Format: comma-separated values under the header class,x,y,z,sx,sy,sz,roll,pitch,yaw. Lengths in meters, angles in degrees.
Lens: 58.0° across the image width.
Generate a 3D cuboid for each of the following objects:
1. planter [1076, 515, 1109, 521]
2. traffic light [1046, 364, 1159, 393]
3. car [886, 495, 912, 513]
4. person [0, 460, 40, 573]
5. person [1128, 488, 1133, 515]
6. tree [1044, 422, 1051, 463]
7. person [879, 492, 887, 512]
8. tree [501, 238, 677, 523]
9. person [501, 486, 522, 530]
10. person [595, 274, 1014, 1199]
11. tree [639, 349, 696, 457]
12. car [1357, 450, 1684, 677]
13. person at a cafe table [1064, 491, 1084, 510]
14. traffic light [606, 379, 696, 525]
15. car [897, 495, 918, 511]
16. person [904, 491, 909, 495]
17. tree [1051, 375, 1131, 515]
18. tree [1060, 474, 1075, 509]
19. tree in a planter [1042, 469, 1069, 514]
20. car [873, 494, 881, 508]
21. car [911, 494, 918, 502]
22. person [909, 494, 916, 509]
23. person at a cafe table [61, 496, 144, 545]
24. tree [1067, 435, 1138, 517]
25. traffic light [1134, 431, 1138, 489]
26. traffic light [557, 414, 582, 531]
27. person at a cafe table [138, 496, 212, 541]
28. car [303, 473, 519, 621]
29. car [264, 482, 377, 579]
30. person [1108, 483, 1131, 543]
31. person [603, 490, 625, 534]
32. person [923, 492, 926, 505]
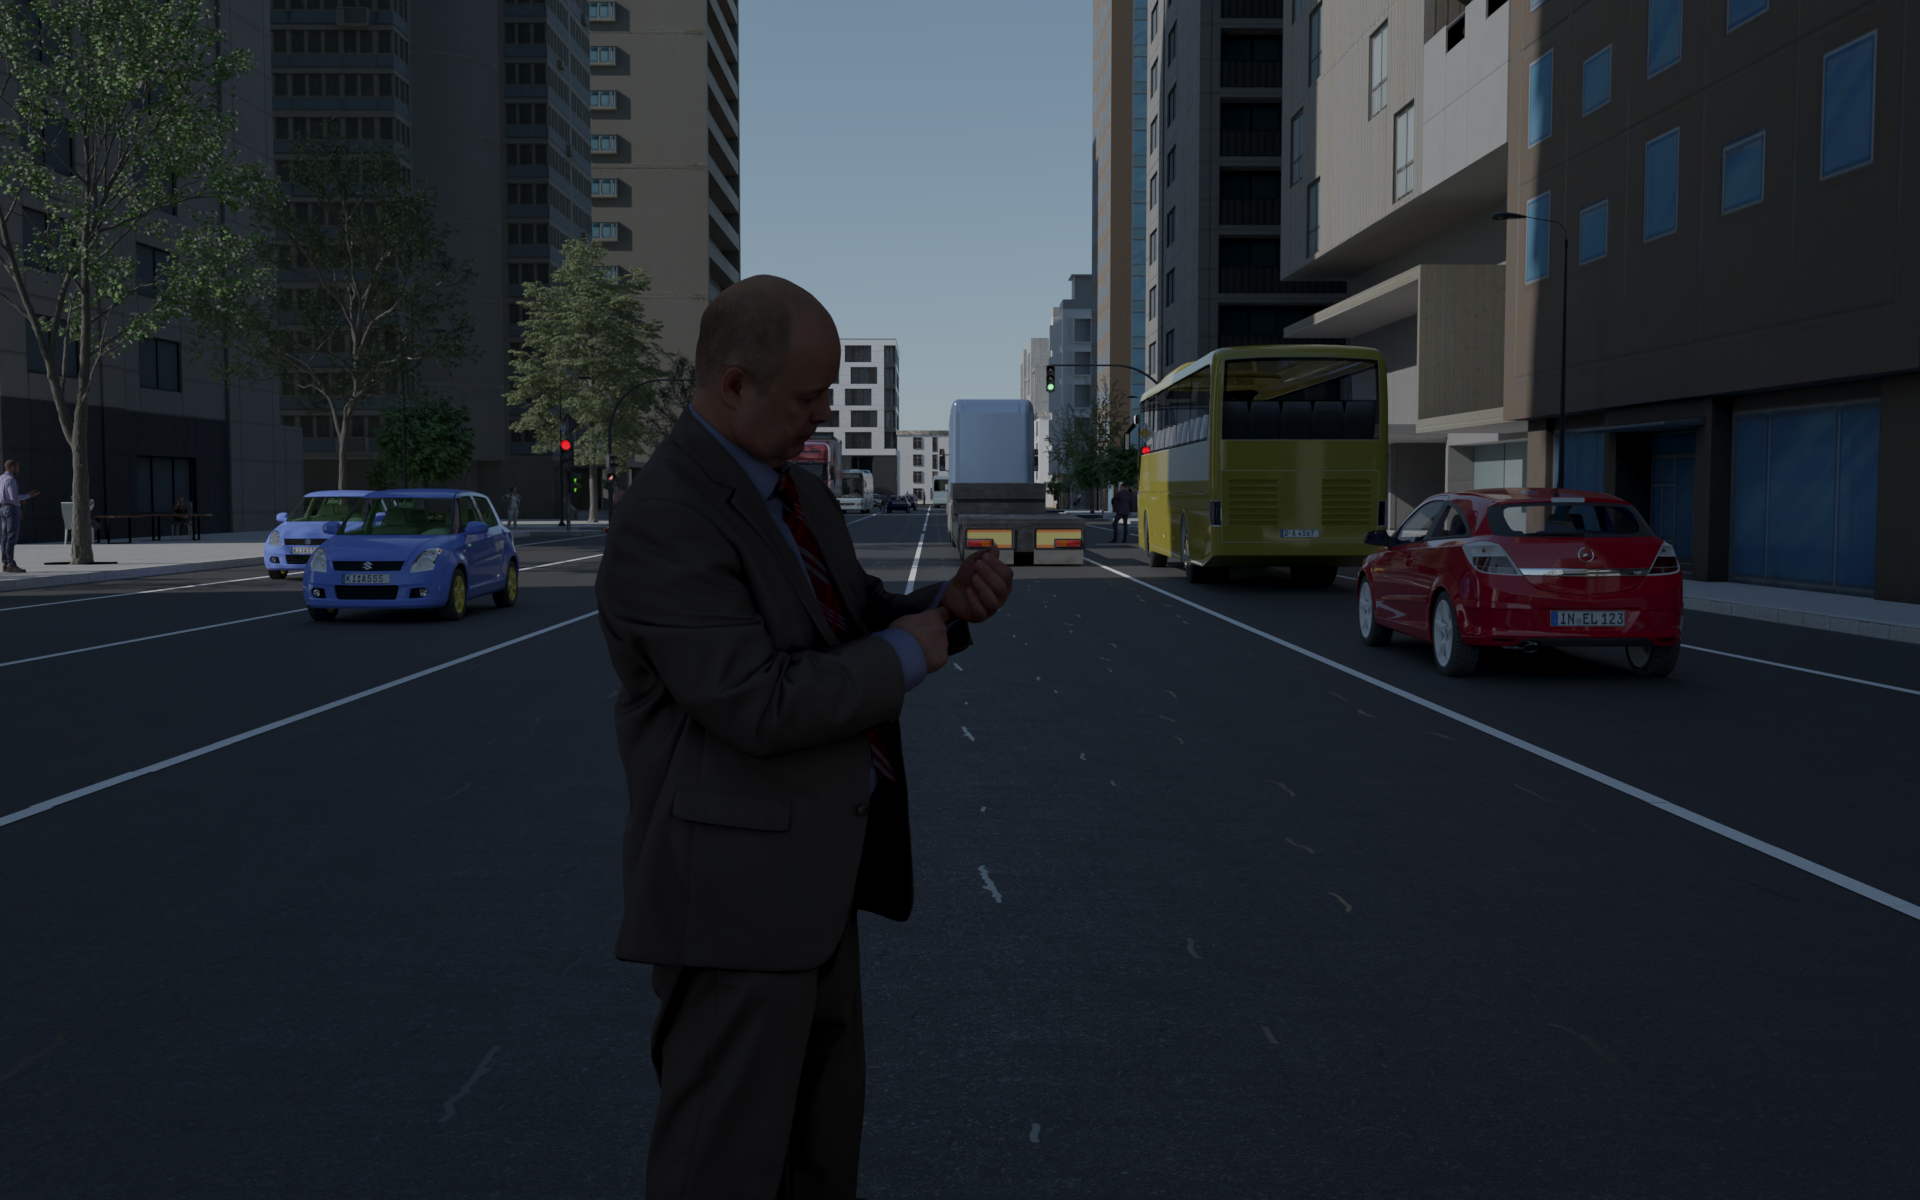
class,x,y,z,sx,sy,sz,roll,pitch,yaw
planter,6.969,-4.443,93.777,1.991,0.319,1.994,0,4,-1
traffic light,5.364,-5.256,60.606,4.771,5.953,1.251,0,4,-1
car,-4.674,-7.309,132.075,1.945,1.354,3.894,0,4,1
person,-15.444,-1.376,28.410,0.709,1.838,0.599,3,5,39
person,10.278,-6.012,105.811,0.593,1.643,0.415,0,4,5
tree,8.881,-11.577,139.651,4.737,8.622,4.395,0,3,0
person,-6.096,-7.765,137.409,0.963,1.587,0.435,1,4,16
tree,-16.620,-9.764,77.771,7.486,12.596,7.792,0,3,0
person,-16.406,-3.322,63.536,0.841,1.734,0.376,-3,4,-39
person,-0.231,0.404,2.589,0.600,1.739,0.565,-1,4,-9
tree,-17.247,-10.848,111.780,7.601,10.594,8.767,0,4,-1
car,4.697,-0.368,15.061,2.155,1.783,4.494,0,4,1
person at a cafe table,9.437,-8.246,143.337,1.622,1.524,1.698,-1,4,-20
traffic light,-11.699,-5.738,68.488,4.771,5.953,1.251,0,4,-1
car,-4.595,-8.426,150.350,1.945,1.354,3.894,0,4,1
person,-4.813,-8.951,155.578,1.217,1.736,0.721,-1,4,-20
tree,8.576,-9.544,106.403,4.737,8.622,4.395,0,3,0
tree,9.266,-9.309,146.801,1.663,3.219,1.824,0,3,0
tree in a planter,6.562,-7.562,120.860,1.991,3.239,1.994,0,4,-1
car,-8.721,-10.012,173.474,2.009,1.686,4.222,0,4,-1
car,-6.165,-12.277,212.529,2.131,1.459,4.920,0,4,-2
person,-4.625,-9.573,168.245,0.697,1.427,0.421,1,4,10
person at a cafe table,-22.276,-2.202,44.511,1.698,1.524,1.622,1,4,18
tree,9.068,-6.946,97.281,4.285,4.588,4.351,0,3,0
traffic light,7.330,-4.883,68.764,0.839,4.253,0.868,0,4,-1
traffic light,-13.664,-4.374,60.436,0.839,4.253,0.868,0,4,-1
person at a cafe table,-21.737,-2.283,48.187,1.698,1.238,1.726,-1,4,-13
car,-6.510,-0.682,20.739,1.945,1.707,3.694,0,4,0
car,-10.815,-1.265,30.277,1.945,1.707,3.694,0,4,-2
person,4.657,-2.558,50.768,0.683,1.767,0.568,-2,4,-35
person,-5.264,-0.961,26.908,0.600,1.496,0.574,1,4,16
person,-4.435,-12.770,218.091,0.445,1.727,0.742,-1,4,-11
